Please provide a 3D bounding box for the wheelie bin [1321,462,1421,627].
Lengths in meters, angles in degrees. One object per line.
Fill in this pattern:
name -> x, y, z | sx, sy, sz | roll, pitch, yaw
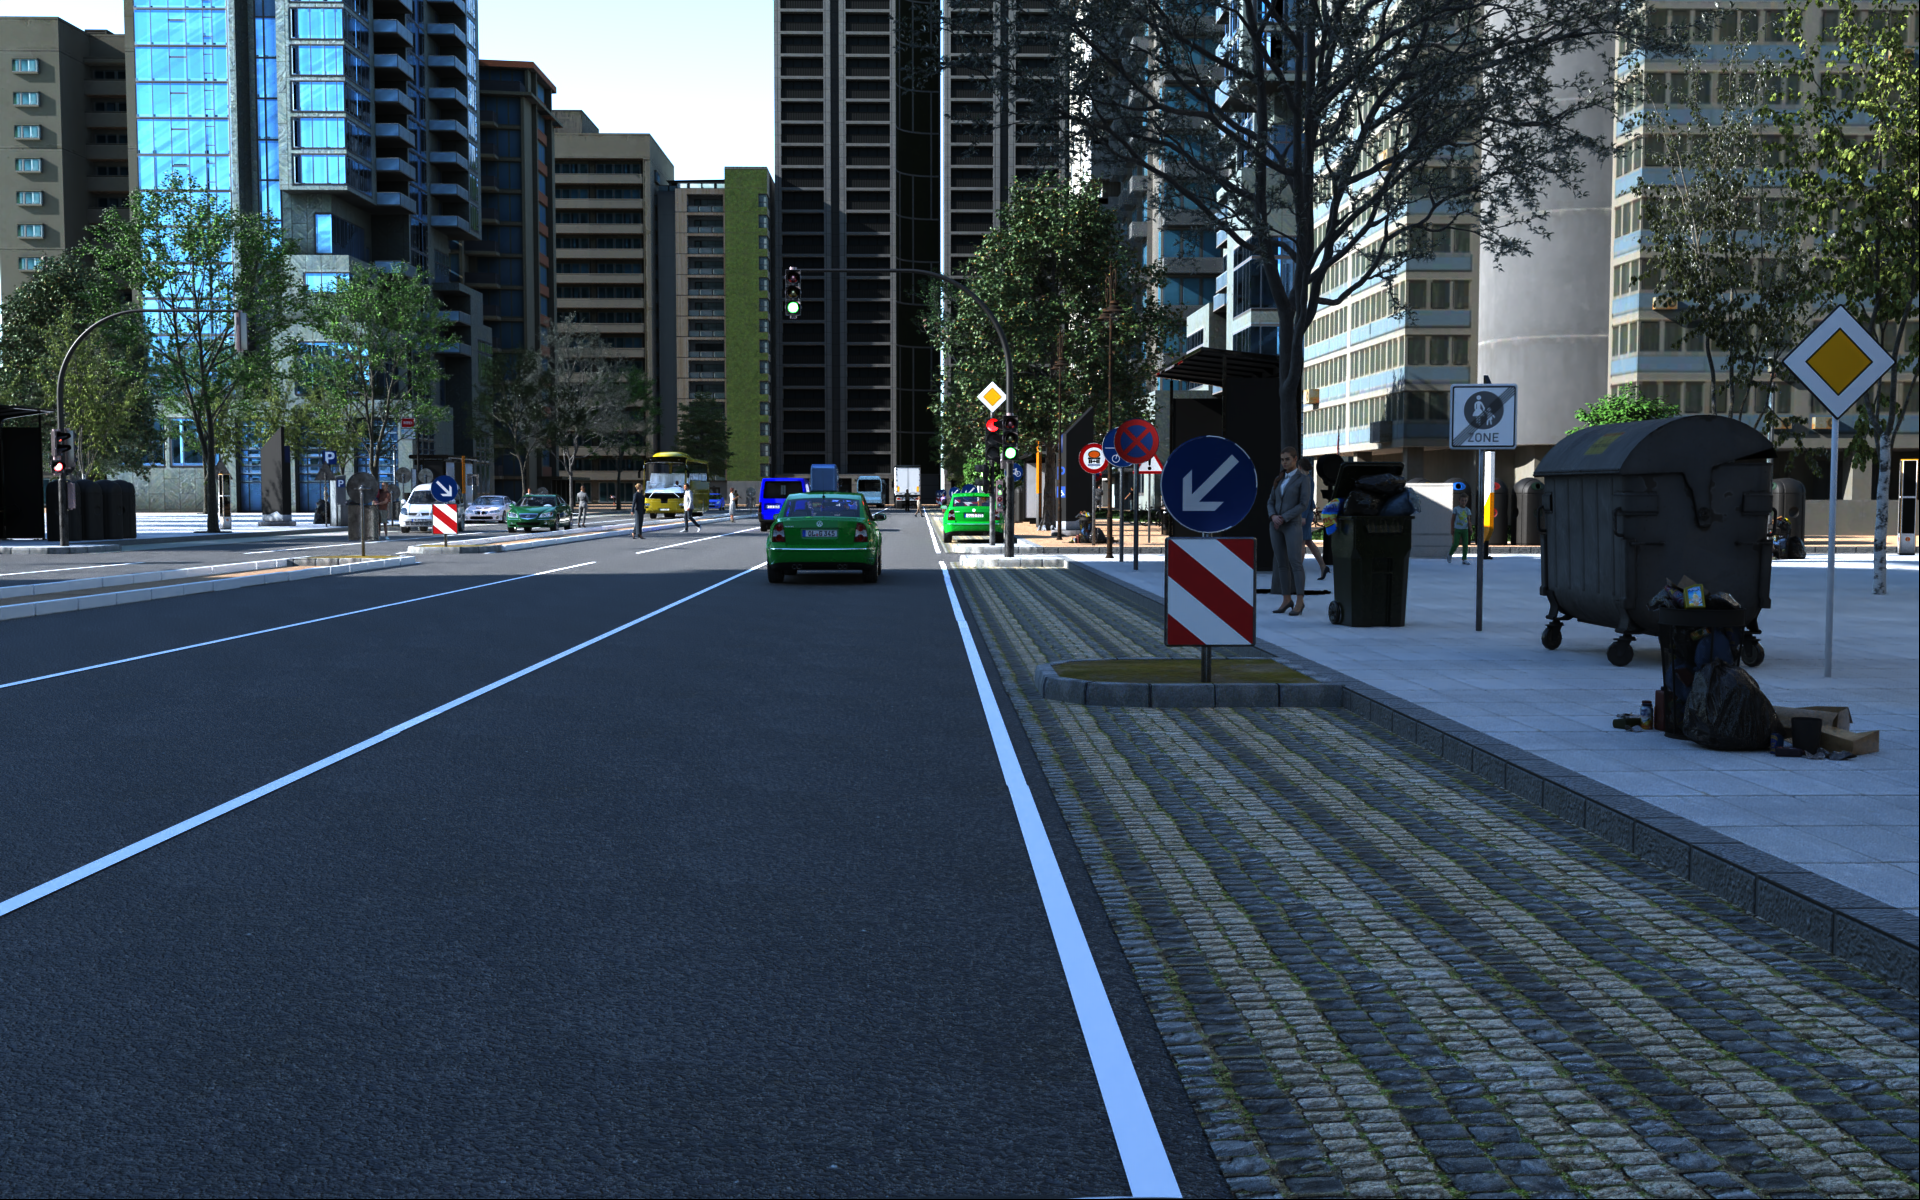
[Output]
wheelie bin -> 4.040, -0.549, 16.888 | 0.980, 1.594, 0.693 | -1, 4, -10

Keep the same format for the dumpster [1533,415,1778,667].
dumpster -> 5.404, -0.476, 13.536 | 1.264, 1.857, 1.865 | 0, 4, -2

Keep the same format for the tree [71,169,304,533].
tree -> -24.920, -8.028, 57.016 | 9.928, 11.665, 9.643 | 0, 3, 0

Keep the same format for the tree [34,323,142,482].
tree -> -36.173, -7.416, 71.621 | 4.360, 8.622, 3.978 | 0, 3, 0

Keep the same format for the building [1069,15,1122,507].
building -> 25.177, -35.494, 169.569 | 28.713, 52.752, 27.495 | 0, 4, -1

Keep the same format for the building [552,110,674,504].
building -> -48.419, -36.588, 221.914 | 21.600, 48.544, 21.300 | 0, 4, -1

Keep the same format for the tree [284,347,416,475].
tree -> -38.185, -10.556, 107.000 | 7.601, 10.594, 8.767 | 2, 4, 25

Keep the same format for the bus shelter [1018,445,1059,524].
bus shelter -> 3.592, -4.768, 71.880 | 2.014, 3.302, 5.546 | 0, 4, -2

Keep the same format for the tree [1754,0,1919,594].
tree -> 12.024, -4.379, 21.961 | 4.737, 8.622, 4.395 | 0, 3, 0

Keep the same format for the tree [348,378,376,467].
tree -> -35.551, -9.063, 98.537 | 4.737, 8.622, 4.395 | 0, 3, 0

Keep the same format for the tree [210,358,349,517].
tree -> -35.659, -8.590, 90.810 | 4.737, 8.622, 4.395 | 0, 3, 0

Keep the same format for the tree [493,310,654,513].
tree -> -26.225, -12.593, 116.272 | 12.009, 13.543, 11.850 | 0, 3, 0

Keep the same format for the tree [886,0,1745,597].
tree -> 4.234, -6.812, 21.738 | 12.009, 13.543, 11.850 | 0, 3, 0

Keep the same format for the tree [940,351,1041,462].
tree -> 2.550, -10.341, 103.490 | 8.767, 10.594, 7.601 | 0, 4, 5

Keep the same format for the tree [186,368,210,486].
tree -> -41.270, -8.956, 96.785 | 4.737, 8.622, 4.395 | 0, 3, 0

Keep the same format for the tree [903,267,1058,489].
tree -> 2.566, -17.015, 134.082 | 12.611, 20.169, 13.585 | 0, 3, 0

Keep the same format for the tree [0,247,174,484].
tree -> -41.484, -10.012, 80.699 | 9.611, 12.733, 9.660 | 0, 3, 0

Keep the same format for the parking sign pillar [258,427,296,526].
parking sign pillar -> -27.514, -4.966, 69.667 | 1.447, 3.967, 1.447 | 2, 4, 31

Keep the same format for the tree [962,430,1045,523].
tree -> 2.137, -5.731, 77.408 | 4.285, 4.588, 4.351 | 0, 3, 0

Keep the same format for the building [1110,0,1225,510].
building -> 24.076, -31.867, 140.639 | 23.786, 49.044, 30.456 | 0, 4, -1

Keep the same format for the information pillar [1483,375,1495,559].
information pillar -> 10.352, -2.605, 33.948 | 0.183, 3.616, 0.504 | 0, 4, -3

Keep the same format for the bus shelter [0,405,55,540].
bus shelter -> -26.027, -3.305, 45.319 | 1.731, 3.624, 6.357 | 0, 4, -1

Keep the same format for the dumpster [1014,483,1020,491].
dumpster -> 3.976, -6.573, 109.966 | 1.502, 2.255, 1.985 | 0, 4, -1

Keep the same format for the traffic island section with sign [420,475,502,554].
traffic island section with sign -> -12.497, -2.108, 42.604 | 2.006, 1.907, 1.989 | 0, 4, -1

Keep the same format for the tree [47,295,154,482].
tree -> -32.805, -7.027, 65.251 | 4.737, 8.622, 4.395 | 0, 3, 0

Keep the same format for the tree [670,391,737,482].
tree -> -28.101, -16.634, 190.099 | 7.486, 12.596, 7.792 | 0, 3, 0

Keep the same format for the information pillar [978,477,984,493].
information pillar -> 1.173, -6.313, 94.575 | 0.504, 3.616, 0.183 | -2, 4, -30

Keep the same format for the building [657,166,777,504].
building -> -30.491, -32.731, 218.738 | 14.086, 41.232, 14.154 | 0, 4, -1

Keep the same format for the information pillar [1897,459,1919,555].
information pillar -> 19.912, -1.951, 36.390 | 0.304, 2.012, 0.304 | 1, 4, 20

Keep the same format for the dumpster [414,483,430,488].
dumpster -> -26.563, -4.951, 86.713 | 1.264, 1.857, 1.865 | 0, 4, -1

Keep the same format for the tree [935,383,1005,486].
tree -> 1.608, -14.598, 156.811 | 7.486, 12.596, 7.792 | 0, 3, 0

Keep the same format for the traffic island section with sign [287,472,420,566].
traffic island section with sign -> -12.332, -1.655, 35.199 | 2.006, 1.907, 1.989 | 0, 4, -1

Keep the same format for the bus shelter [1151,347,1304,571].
bus shelter -> 4.645, -2.417, 30.802 | 1.731, 3.624, 6.357 | 0, 4, -1

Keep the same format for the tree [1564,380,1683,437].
tree -> 19.261, -4.065, 50.179 | 4.285, 4.588, 4.351 | 0, 3, 0

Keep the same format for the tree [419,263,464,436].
tree -> -25.914, -9.224, 76.562 | 9.928, 11.665, 9.643 | 0, 3, 0

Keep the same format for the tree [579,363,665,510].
tree -> -26.887, -12.909, 136.813 | 9.928, 11.665, 9.643 | 0, 3, 0

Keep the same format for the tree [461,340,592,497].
tree -> -26.162, -10.390, 104.284 | 8.767, 10.594, 7.601 | 0, 3, 0

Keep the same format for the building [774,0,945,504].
building -> -12.732, -47.939, 222.062 | 20.611, 71.187, 20.563 | 0, 4, -1

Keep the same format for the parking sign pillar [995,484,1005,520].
parking sign pillar -> 2.103, -5.975, 86.156 | 1.447, 3.967, 1.447 | -1, 4, -14

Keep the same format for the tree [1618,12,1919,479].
tree -> 12.110, -4.682, 26.918 | 4.360, 8.622, 3.978 | 0, 3, 0

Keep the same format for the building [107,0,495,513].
building -> -48.963, -50.068, 131.291 | 22.319, 86.520, 31.000 | 0, 4, -1

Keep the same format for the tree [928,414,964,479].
tree -> 0.117, -16.270, 191.768 | 9.928, 11.665, 9.643 | 0, 3, 0

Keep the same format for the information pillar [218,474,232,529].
information pillar -> -26.783, -3.586, 63.115 | 0.304, 2.012, 0.304 | 3, 5, 41

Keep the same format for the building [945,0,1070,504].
building -> 8.171, -47.933, 221.957 | 20.611, 71.187, 20.563 | 0, 4, -1

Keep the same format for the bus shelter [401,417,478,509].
bus shelter -> -28.228, -7.081, 93.401 | 2.179, 5.291, 8.768 | 0, 4, -1

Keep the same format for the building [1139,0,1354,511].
building -> 23.377, -48.182, 100.440 | 22.319, 86.520, 31.000 | 0, 4, -1

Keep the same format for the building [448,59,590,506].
building -> -53.255, -31.568, 170.758 | 28.867, 44.769, 22.147 | 0, 4, -1

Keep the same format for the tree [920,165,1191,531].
tree -> 3.189, -8.777, 60.516 | 9.611, 12.733, 9.660 | 0, 3, 0

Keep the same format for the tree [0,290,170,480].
tree -> -50.242, -11.743, 98.656 | 9.857, 13.997, 8.962 | 0, 3, 0

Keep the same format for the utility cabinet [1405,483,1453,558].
utility cabinet -> 9.255, -1.590, 34.675 | 1.173, 1.500, 0.318 | 1, 4, 16

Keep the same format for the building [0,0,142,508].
building -> -78.494, -33.447, 170.552 | 21.600, 48.544, 21.300 | 0, 4, -1

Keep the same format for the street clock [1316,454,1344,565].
street clock -> 6.691, -1.636, 31.315 | 0.471, 2.002, 0.358 | -1, 4, -20

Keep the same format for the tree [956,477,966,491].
tree -> 0.648, -10.633, 168.457 | 1.663, 3.219, 1.824 | 0, 3, 0

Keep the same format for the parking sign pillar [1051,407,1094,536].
parking sign pillar -> 3.520, -3.954, 53.115 | 1.447, 3.967, 1.447 | 3, 5, 44

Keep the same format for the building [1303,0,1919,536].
building -> 27.440, -23.027, 68.367 | 23.993, 40.220, 32.217 | 0, 4, -1
